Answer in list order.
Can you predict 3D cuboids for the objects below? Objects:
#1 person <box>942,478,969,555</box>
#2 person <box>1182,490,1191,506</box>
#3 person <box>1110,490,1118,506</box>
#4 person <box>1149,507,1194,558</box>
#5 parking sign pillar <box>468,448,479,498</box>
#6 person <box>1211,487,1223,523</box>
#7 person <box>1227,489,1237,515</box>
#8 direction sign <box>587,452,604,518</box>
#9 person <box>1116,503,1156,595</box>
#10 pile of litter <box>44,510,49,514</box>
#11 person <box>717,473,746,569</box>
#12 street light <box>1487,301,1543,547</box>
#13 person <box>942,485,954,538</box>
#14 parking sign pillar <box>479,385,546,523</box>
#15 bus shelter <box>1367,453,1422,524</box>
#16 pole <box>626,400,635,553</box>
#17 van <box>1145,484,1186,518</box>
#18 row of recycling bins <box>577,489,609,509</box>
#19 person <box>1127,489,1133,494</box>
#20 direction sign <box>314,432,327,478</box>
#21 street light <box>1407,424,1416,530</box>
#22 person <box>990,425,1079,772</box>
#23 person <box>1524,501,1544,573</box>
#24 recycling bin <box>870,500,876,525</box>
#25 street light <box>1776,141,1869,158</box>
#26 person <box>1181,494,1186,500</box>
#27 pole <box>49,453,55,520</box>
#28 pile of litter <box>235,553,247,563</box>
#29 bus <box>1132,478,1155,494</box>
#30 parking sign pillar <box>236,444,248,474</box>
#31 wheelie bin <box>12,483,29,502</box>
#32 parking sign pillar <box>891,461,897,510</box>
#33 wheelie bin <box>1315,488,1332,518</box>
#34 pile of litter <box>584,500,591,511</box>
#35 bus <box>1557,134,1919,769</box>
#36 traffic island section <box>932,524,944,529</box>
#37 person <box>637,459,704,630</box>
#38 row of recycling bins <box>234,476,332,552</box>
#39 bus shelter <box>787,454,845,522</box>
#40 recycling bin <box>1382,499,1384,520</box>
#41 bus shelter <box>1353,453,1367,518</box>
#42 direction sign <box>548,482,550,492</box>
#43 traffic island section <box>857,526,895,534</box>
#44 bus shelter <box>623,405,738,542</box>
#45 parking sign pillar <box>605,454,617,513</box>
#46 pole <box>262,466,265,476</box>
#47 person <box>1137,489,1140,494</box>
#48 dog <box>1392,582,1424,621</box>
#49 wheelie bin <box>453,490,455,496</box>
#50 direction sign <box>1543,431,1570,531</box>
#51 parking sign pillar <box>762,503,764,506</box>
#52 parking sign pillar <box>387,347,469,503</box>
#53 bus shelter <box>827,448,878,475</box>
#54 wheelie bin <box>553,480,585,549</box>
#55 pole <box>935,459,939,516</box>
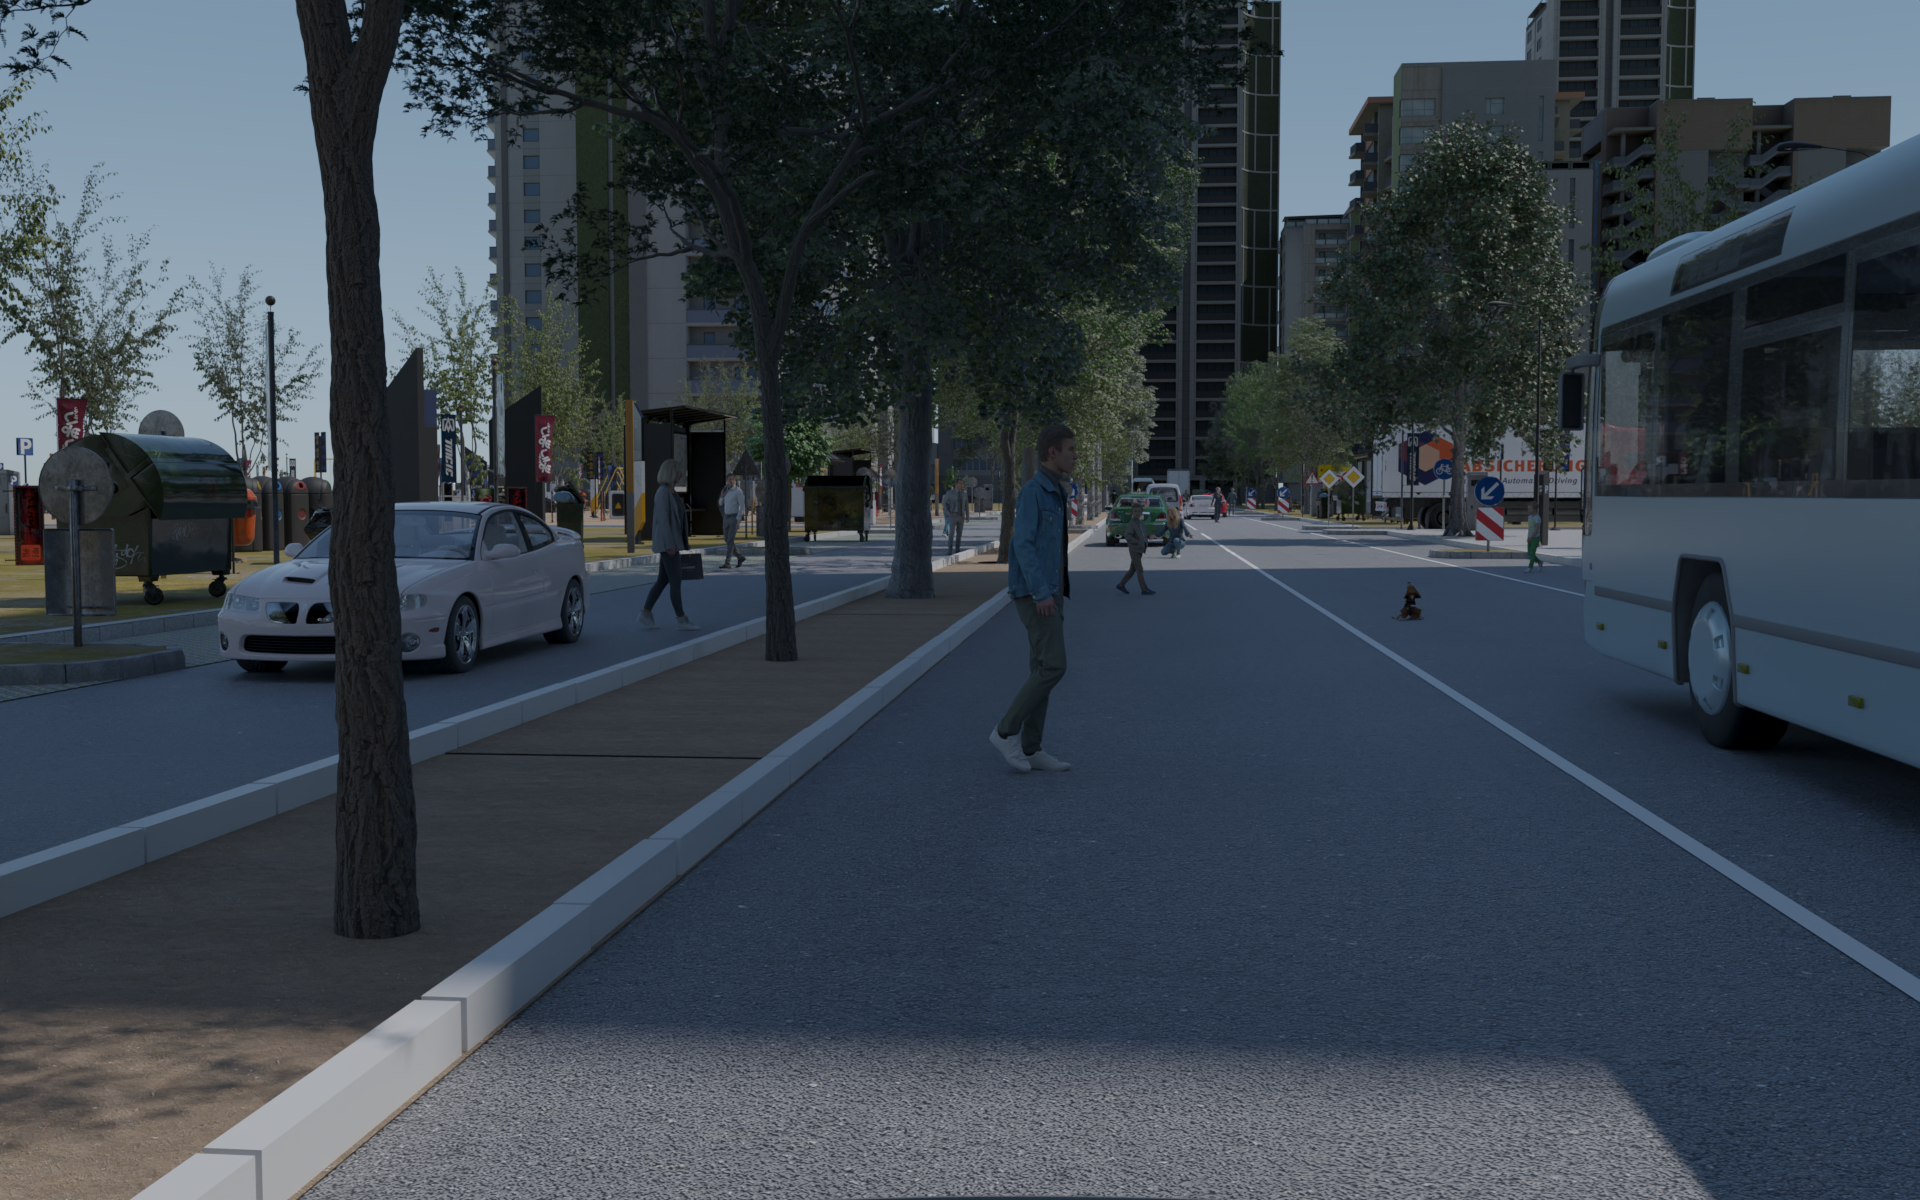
[{"bbox_3d":[-0.082,-1.992,41.173,0.635,1.810,0.391,-2,4,-31],"label":"person"},{"bbox_3d":[21.227,-9.433,162.732,1.348,1.823,0.705,1,4,11],"label":"person"},{"bbox_3d":[14.780,-9.693,166.607,1.348,1.869,0.705,-2,4,-34],"label":"person"},{"bbox_3d":[4.834,-1.514,38.745,1.012,1.151,0.738,3,4,36],"label":"person"},{"bbox_3d":[-27.394,-6.692,97.891,1.447,3.967,1.447,1,4,10],"label":"parking sign pillar"},{"bbox_3d":[12.807,-4.739,86.399,0.534,1.772,0.576,3,5,42],"label":"person"},{"bbox_3d":[18.190,-6.556,115.863,0.661,1.801,0.590,0,4,0],"label":"person"},{"bbox_3d":[-19.523,-6.160,92.718,0.876,3.537,0.379,0,4,-5],"label":"direction sign"},{"bbox_3d":[2.520,-0.730,24.703,0.640,1.303,0.475,2,4,25],"label":"person"},{"bbox_3d":[-60.037,-6.060,113.047,1.719,0.858,1.176,2,4,33],"label":"pile of litter"},{"bbox_3d":[-4.407,-1.511,33.310,0.679,1.850,0.850,2,4,34],"label":"person"},{"bbox_3d":[13.404,-4.239,41.844,1.470,5.913,1.316,0,4,6],"label":"street light"},{"bbox_3d":[-0.410,-2.912,56.952,0.643,1.720,0.563,-2,4,-33],"label":"person"},{"bbox_3d":[-11.012,-3.339,43.066,1.447,3.967,1.447,0,4,-4],"label":"parking sign pillar"},{"bbox_3d":[20.011,-6.101,77.379,2.179,5.291,8.768,0,4,6],"label":"bus shelter"},{"bbox_3d":[-7.165,-2.679,37.642,0.158,3.312,0.155,0,3,0],"label":"pole"},{"bbox_3d":[8.332,-3.945,71.505,2.013,2.044,4.112,0,4,5],"label":"van"},{"bbox_3d":[-31.787,-8.725,149.769,3.534,1.692,1.069,1,4,17],"label":"row of recycling bins"},{"bbox_3d":[12.903,-7.452,130.439,0.767,1.812,0.694,-3,4,-38],"label":"person"},{"bbox_3d":[-23.320,-4.356,63.216,0.876,3.537,0.379,3,5,44],"label":"direction sign"},{"bbox_3d":[15.496,-5.436,61.420,1.470,5.913,1.316,0,4,6],"label":"street light"},{"bbox_3d":[0.388,-0.004,8.914,0.444,1.785,0.601,1,4,22],"label":"person"},{"bbox_3d":[10.526,-1.160,31.718,0.590,1.304,0.306,-2,4,-35],"label":"person"},{"bbox_3d":[-3.888,-3.615,71.663,0.722,1.027,0.722,0,4,6],"label":"recycling bin"},{"bbox_3d":[11.454,-3.082,22.931,1.470,5.913,1.316,0,4,6],"label":"street light"},{"bbox_3d":[19.052,-8.406,149.158,0.991,1.433,0.599,0,4,-5],"label":"person"},{"bbox_3d":[-45.434,-5.678,86.683,0.158,3.312,0.155,0,3,0],"label":"pole"},{"bbox_3d":[-14.178,-1.139,32.595,1.719,0.858,1.176,3,5,42],"label":"pile of litter"},{"bbox_3d":[21.992,-13.000,207.403,2.948,3.499,13.247,0,4,7],"label":"bus"},{"bbox_3d":[-38.383,-6.375,92.704,1.447,3.967,1.447,-2,4,-27],"label":"parking sign pillar"},{"bbox_3d":[-26.933,-2.573,49.976,0.693,1.594,0.980,-3,4,-36],"label":"wheelie bin"},{"bbox_3d":[-5.206,-9.435,142.741,1.447,3.967,1.447,1,4,10],"label":"parking sign pillar"},{"bbox_3d":[19.300,-5.144,92.014,0.693,1.594,0.980,-1,4,-15],"label":"wheelie bin"},{"bbox_3d":[-28.376,-7.154,130.927,1.719,0.858,1.176,1,4,21],"label":"pile of litter"},{"bbox_3d":[5.146,-0.731,6.811,2.948,3.499,13.247,0,4,6],"label":"bus"},{"bbox_3d":[-1.739,-3.009,71.471,2.009,0.180,2.903,0,4,6],"label":"traffic island section"},{"bbox_3d":[-3.074,-0.593,18.372,0.728,1.800,0.709,0,4,8],"label":"person"},{"bbox_3d":[-15.646,-1.990,39.650,1.069,1.692,3.534,1,4,13],"label":"row of recycling bins"},{"bbox_3d":[-6.881,-5.357,81.515,2.014,3.302,5.546,0,4,6],"label":"bus shelter"},{"bbox_3d":[21.071,-4.395,84.406,0.722,1.027,0.722,-2,4,-27],"label":"recycling bin"},{"bbox_3d":[22.084,-6.969,91.569,2.179,5.291,8.768,0,4,6],"label":"bus shelter"},{"bbox_3d":[-35.247,-9.588,148.760,0.379,3.537,0.876,-2,4,-29],"label":"direction sign"},{"bbox_3d":[-2.563,-2.523,63.529,2.009,0.180,2.903,0,4,6],"label":"traffic island section"},{"bbox_3d":[-7.798,-3.525,48.910,1.731,3.624,6.357,0,4,6],"label":"bus shelter"},{"bbox_3d":[-23.229,-7.789,115.824,1.447,3.967,1.447,-1,4,-18],"label":"parking sign pillar"},{"bbox_3d":[-51.294,-8.185,127.674,0.158,3.312,0.155,0,3,0],"label":"pole"},{"bbox_3d":[10.436,-5.545,99.838,0.731,1.740,0.598,0,4,-6],"label":"person"},{"bbox_3d":[5.113,0.015,19.947,0.748,0.427,0.550,-3,4,-37],"label":"dog"},{"bbox_3d":[-41.722,-8.235,142.555,0.693,1.594,0.980,1,4,16],"label":"wheelie bin"},{"bbox_3d":[20.961,-4.215,60.913,0.876,3.537,0.379,1,4,17],"label":"direction sign"},{"bbox_3d":[-9.294,-5.972,86.121,1.447,3.967,1.447,-1,4,-9],"label":"parking sign pillar"},{"bbox_3d":[-10.331,-2.691,32.471,1.447,3.967,1.447,3,5,40],"label":"parking sign pillar"},{"bbox_3d":[-5.622,-6.122,91.374,1.731,3.624,6.357,0,4,6],"label":"bus shelter"},{"bbox_3d":[-8.523,-1.829,37.806,0.693,1.594,0.980,-1,4,-12],"label":"wheelie bin"},{"bbox_3d":[-1.334,-6.493,100.009,0.158,3.312,0.155,0,3,0],"label":"pole"}]
